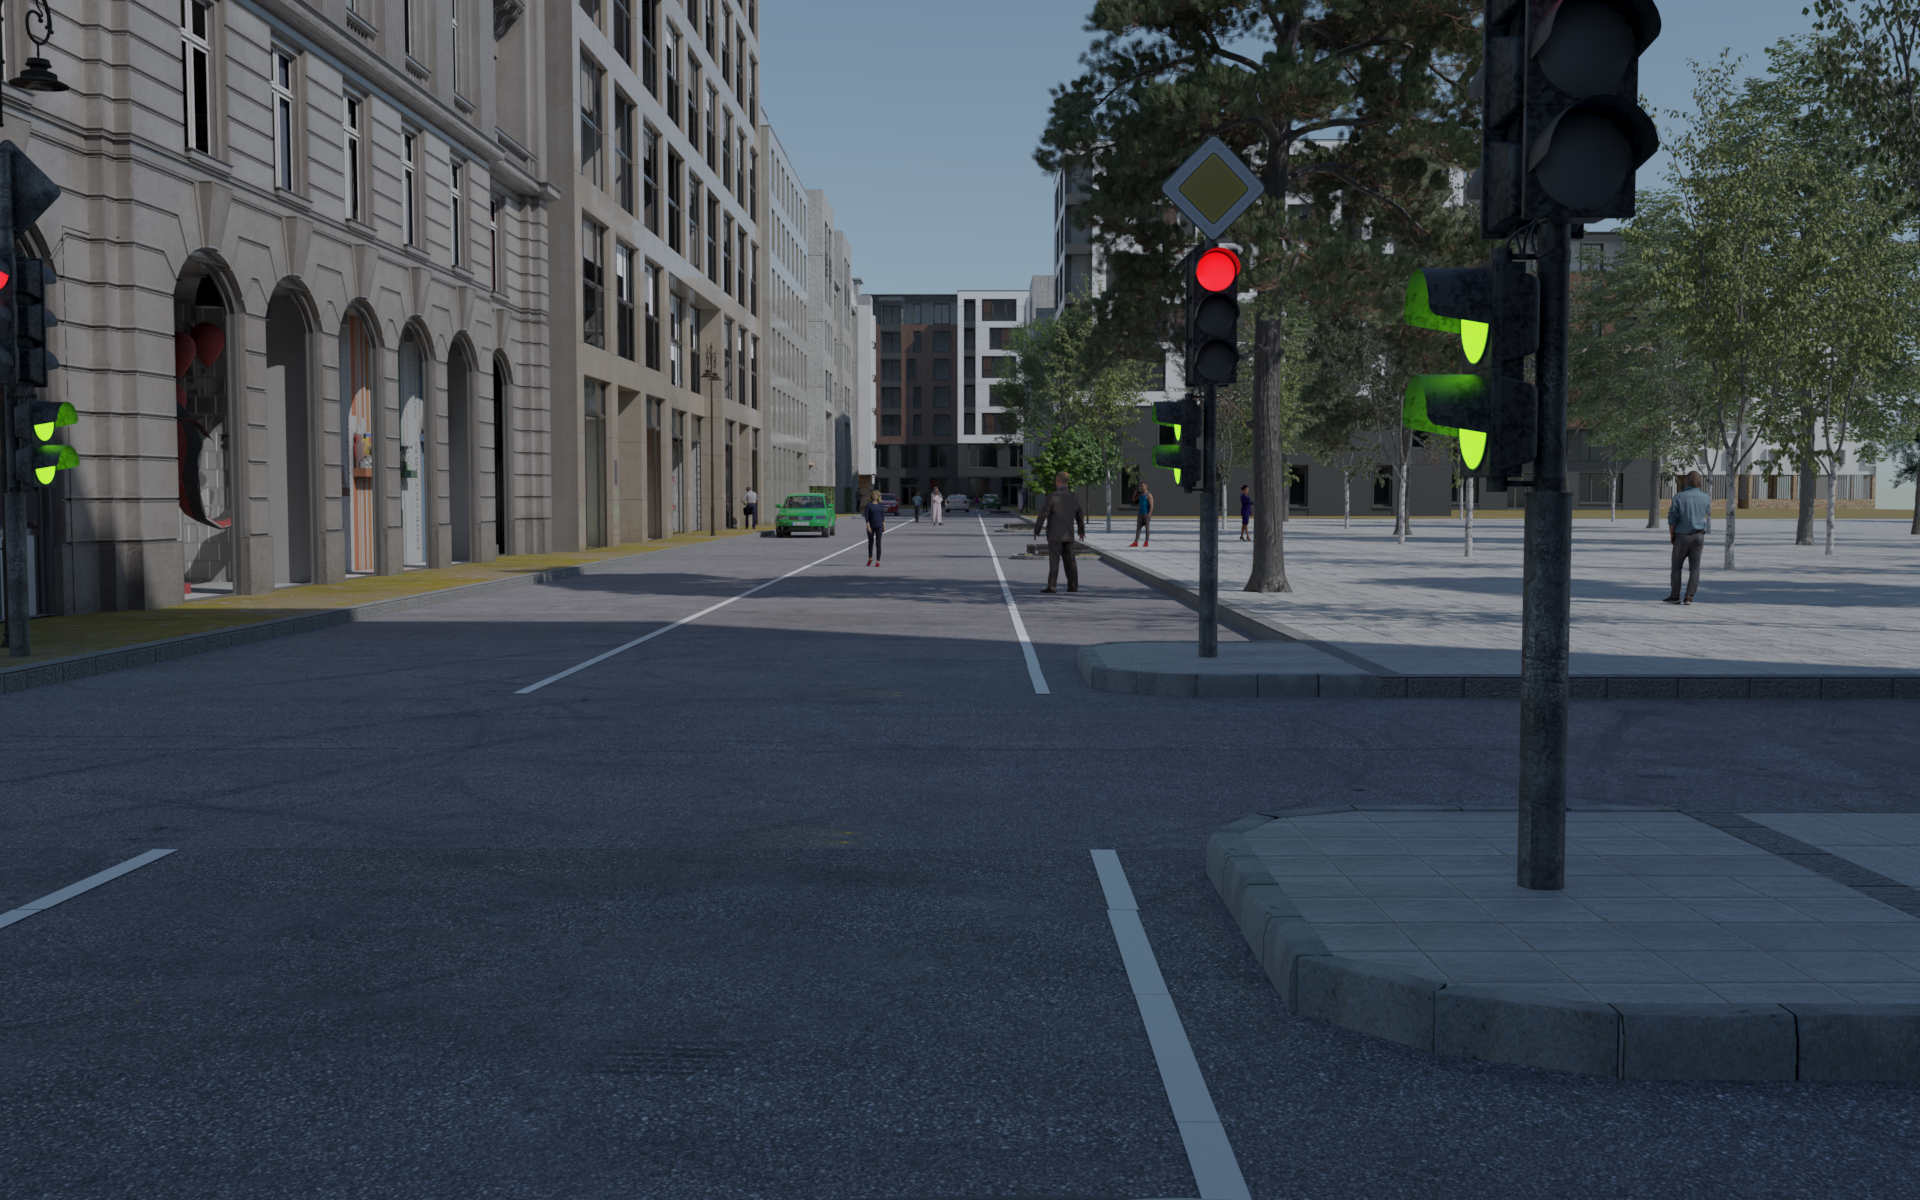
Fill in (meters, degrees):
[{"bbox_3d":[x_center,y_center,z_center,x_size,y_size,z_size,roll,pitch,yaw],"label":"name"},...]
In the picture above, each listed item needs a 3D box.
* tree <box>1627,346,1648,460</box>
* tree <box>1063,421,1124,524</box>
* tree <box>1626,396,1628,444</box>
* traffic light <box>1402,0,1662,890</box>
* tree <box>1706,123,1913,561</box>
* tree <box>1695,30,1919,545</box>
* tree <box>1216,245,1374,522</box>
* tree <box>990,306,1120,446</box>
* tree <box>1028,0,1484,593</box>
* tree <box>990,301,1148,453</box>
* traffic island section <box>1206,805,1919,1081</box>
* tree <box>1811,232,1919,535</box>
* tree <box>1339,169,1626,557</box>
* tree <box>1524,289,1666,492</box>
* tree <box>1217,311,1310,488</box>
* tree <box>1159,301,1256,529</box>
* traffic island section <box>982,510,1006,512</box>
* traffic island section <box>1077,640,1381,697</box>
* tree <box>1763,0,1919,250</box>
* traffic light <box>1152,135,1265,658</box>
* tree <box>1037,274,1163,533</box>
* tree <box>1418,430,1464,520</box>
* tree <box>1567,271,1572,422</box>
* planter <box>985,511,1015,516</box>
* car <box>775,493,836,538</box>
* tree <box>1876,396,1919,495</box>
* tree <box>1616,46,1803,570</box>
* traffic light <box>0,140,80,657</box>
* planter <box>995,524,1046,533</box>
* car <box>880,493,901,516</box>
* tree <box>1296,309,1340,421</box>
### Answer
[{"bbox_3d":[24.329,-6.475,56.230,4.360,8.622,3.978,0,3,0],"label":"tree"},{"bbox_3d":[5.483,-5.556,74.550,4.285,4.588,4.351,0,3,0],"label":"tree"},{"bbox_3d":[30.548,-7.944,80.255,4.360,8.622,3.978,0,3,0],"label":"tree"},{"bbox_3d":[1.884,-0.998,5.563,0.839,4.213,0.868,0,4,0],"label":"traffic light"},{"bbox_3d":[18.408,-5.272,36.563,4.737,8.622,4.395,0,3,0],"label":"tree"},{"bbox_3d":[21.083,-7.674,43.600,7.486,12.596,7.792,0,3,0],"label":"tree"},{"bbox_3d":[15.320,-9.848,79.136,7.486,12.596,7.792,0,3,0],"label":"tree"},{"bbox_3d":[5.325,-10.340,94.817,9.928,11.665,9.643,0,3,0],"label":"tree"},{"bbox_3d":[4.031,-6.143,22.501,6.751,12.117,7.091,0,3,0],"label":"tree"},{"bbox_3d":[4.838,-9.131,83.710,7.601,10.594,8.767,3,4,36],"label":"tree"},{"bbox_3d":[1.924,1.016,5.675,2.009,0.180,2.903,0,4,0],"label":"traffic island section"},{"bbox_3d":[30.520,-7.333,54.300,7.601,10.594,8.767,1,4,11],"label":"tree"},{"bbox_3d":[10.592,-5.177,34.999,4.360,8.622,3.978,0,3,0],"label":"tree"},{"bbox_3d":[26.012,-8.541,74.061,8.767,10.594,7.601,0,4,4],"label":"tree"},{"bbox_3d":[12.296,-7.230,68.572,4.737,8.622,4.395,0,3,0],"label":"tree"},{"bbox_3d":[9.403,-6.881,62.869,4.360,8.622,3.978,0,3,0],"label":"tree"},{"bbox_3d":[2.818,-7.326,142.651,1.991,0.108,1.994,0,4,0],"label":"traffic island section"},{"bbox_3d":[1.977,0.527,13.660,2.009,0.180,2.903,0,4,0],"label":"traffic island section"},{"bbox_3d":[9.163,-3.988,15.559,4.360,8.622,3.978,0,3,0],"label":"tree"},{"bbox_3d":[1.937,-1.486,13.548,0.839,4.213,0.868,0,4,0],"label":"traffic light"},{"bbox_3d":[4.821,-6.531,57.145,4.737,8.622,4.395,0,3,0],"label":"tree"},{"bbox_3d":[24.726,-8.299,86.046,4.737,8.622,4.395,0,3,0],"label":"tree"},{"bbox_3d":[26.079,-8.958,64.593,7.486,12.596,7.792,0,3,0],"label":"tree"},{"bbox_3d":[2.651,-5.777,115.598,1.991,0.319,1.994,0,4,0],"label":"planter"},{"bbox_3d":[-5.177,-3.029,58.314,1.959,1.807,4.718,0,4,0],"label":"car"},{"bbox_3d":[51.839,-6.896,75.650,20.602,7.101,11.467,1,4,19],"label":"tree"},{"bbox_3d":[12.917,-4.791,28.703,4.737,8.622,4.395,0,3,0],"label":"tree"},{"bbox_3d":[-7.424,-1.489,13.594,0.839,4.213,0.868,0,4,0],"label":"traffic light"},{"bbox_3d":[2.310,-2.708,65.420,1.991,0.319,1.994,0,4,0],"label":"planter"},{"bbox_3d":[-4.962,-6.479,114.966,2.155,1.783,4.494,0,3,0],"label":"car"},{"bbox_3d":[11.215,-5.746,44.309,4.360,8.622,3.978,0,3,0],"label":"tree"}]
